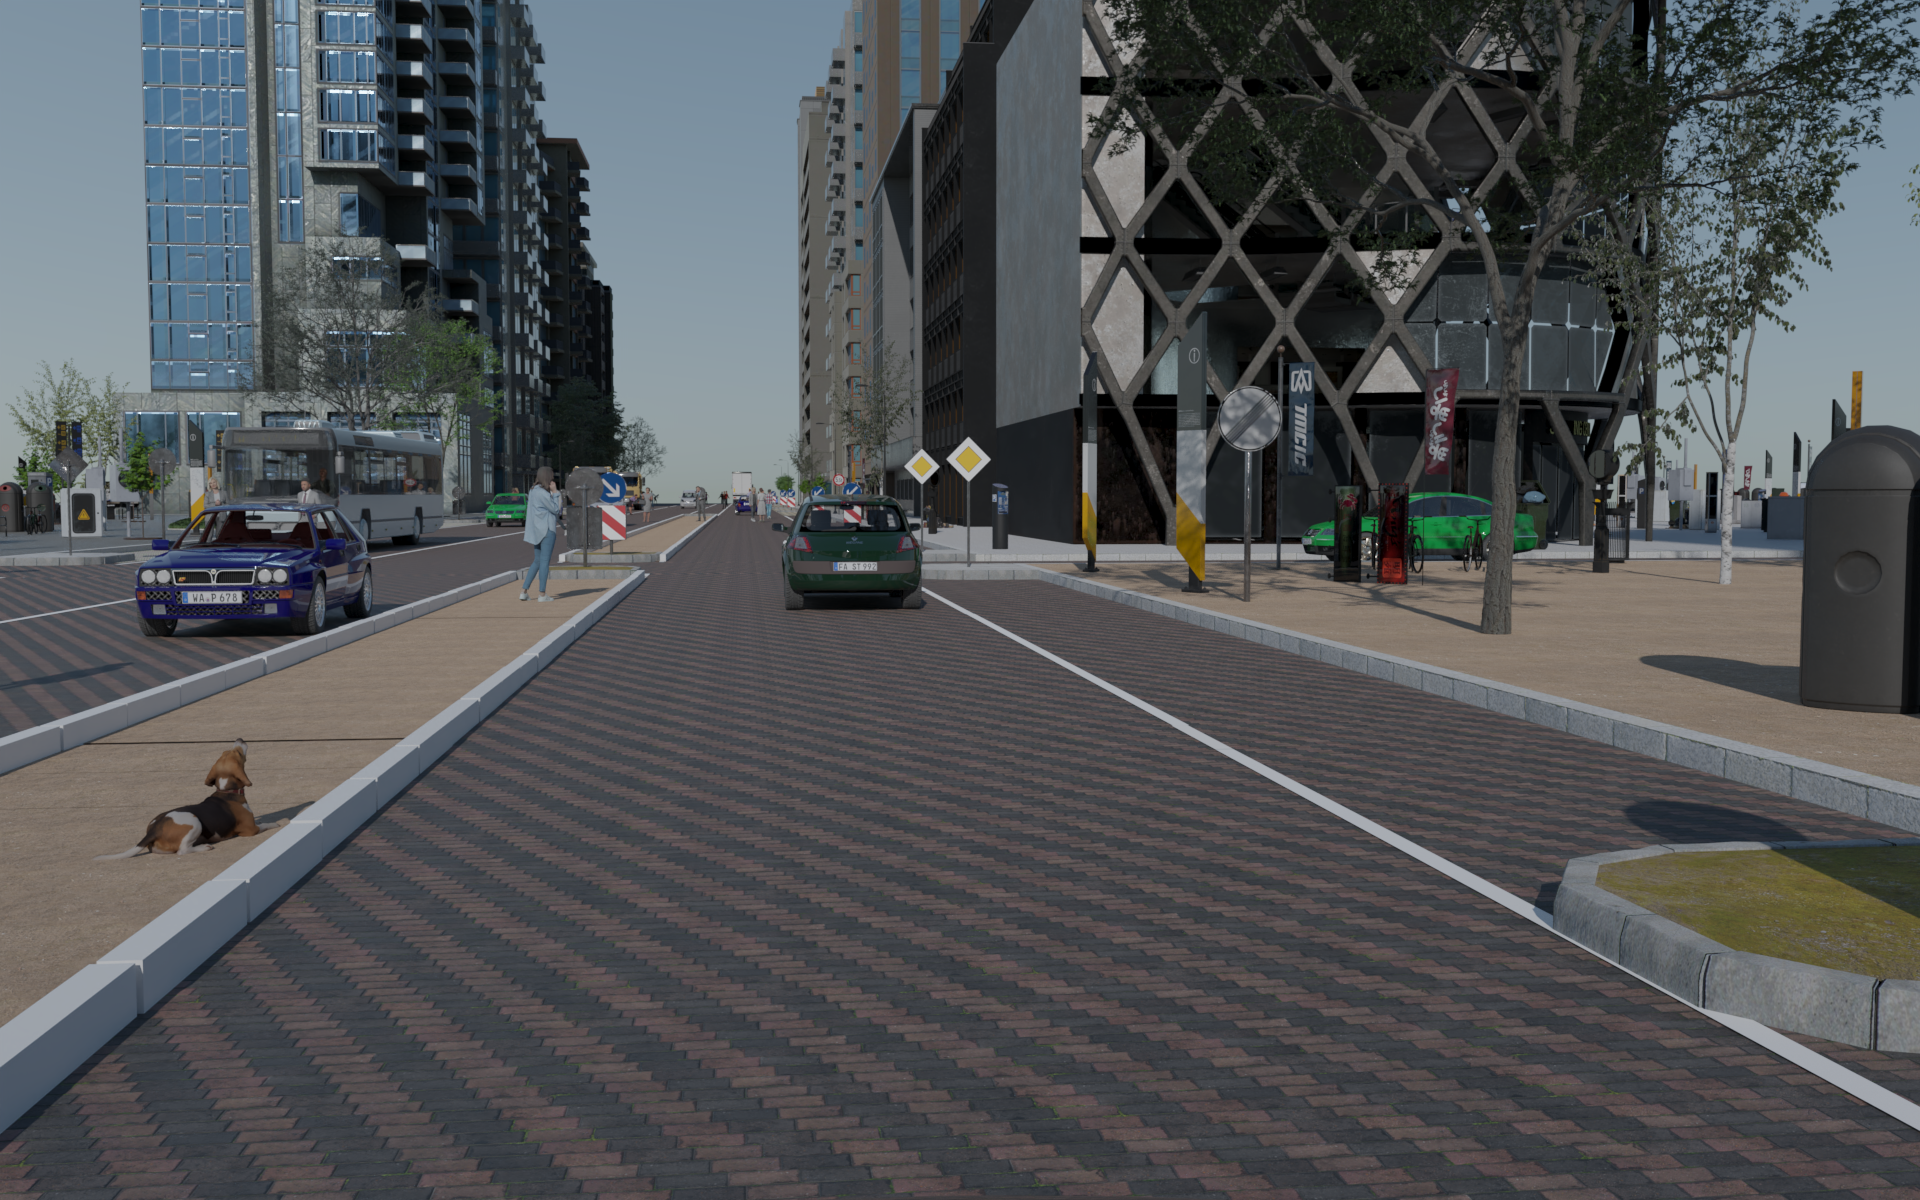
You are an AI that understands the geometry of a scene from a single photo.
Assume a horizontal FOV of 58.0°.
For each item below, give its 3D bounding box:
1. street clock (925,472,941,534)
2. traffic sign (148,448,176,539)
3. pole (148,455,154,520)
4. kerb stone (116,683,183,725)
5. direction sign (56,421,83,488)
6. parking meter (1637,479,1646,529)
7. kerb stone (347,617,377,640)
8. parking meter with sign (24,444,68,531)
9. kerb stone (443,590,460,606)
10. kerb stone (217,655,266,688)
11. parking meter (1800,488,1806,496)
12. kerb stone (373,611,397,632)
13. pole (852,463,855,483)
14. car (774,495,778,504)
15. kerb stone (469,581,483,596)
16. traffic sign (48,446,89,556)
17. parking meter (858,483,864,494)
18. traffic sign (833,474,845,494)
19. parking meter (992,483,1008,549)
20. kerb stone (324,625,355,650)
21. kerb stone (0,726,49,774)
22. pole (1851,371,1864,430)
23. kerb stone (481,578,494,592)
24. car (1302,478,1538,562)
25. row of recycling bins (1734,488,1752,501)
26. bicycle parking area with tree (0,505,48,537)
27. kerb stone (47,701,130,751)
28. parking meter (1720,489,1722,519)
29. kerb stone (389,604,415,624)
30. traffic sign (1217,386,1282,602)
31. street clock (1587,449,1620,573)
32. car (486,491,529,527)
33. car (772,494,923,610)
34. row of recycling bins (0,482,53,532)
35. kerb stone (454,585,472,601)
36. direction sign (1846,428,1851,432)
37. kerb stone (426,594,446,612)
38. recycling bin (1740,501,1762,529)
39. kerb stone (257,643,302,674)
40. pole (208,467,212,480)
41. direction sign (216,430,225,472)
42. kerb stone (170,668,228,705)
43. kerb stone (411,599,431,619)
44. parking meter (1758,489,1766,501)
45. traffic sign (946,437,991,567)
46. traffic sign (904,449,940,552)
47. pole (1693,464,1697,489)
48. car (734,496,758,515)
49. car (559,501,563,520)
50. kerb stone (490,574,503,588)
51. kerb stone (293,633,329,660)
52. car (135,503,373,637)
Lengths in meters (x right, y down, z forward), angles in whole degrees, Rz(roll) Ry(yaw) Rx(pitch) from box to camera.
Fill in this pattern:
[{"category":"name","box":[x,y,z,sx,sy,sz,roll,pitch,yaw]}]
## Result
[{"category":"street clock","box":[-0.875,-3.181,56.577,0.471,2.002,0.358,-3,5,-41]},{"category":"traffic sign","box":[-21.929,-2.907,47.631,0.768,2.556,0.104,0,4,0]},{"category":"pole","box":[-40.102,-5.628,85.853,0.158,3.312,0.155,0,3,0]},{"category":"kerb stone","box":[-5.225,0.678,11.106,0.120,0.150,1.000,0,4,-7]},{"category":"direction sign","box":[-27.778,-3.798,54.088,0.379,3.537,0.876,2,4,26]},{"category":"parking meter","box":[25.178,-3.556,63.844,0.255,1.863,0.399,-2,4,-32]},{"category":"kerb stone","box":[-5.990,0.305,17.204,0.120,0.150,1.000,0,4,-7]},{"category":"parking meter with sign","box":[-32.111,-3.929,60.504,1.738,3.016,0.543,0,4,7]},{"category":"kerb stone","box":[-6.621,0.000,22.303,0.120,0.150,1.000,0,4,-7]},{"category":"kerb stone","box":[-5.485,0.558,13.137,0.120,0.150,1.000,0,4,-7]},{"category":"parking meter","box":[32.960,-3.639,67.915,0.372,1.533,0.369,0,3,0]},{"category":"kerb stone","box":[-6.116,0.247,18.229,0.120,0.150,1.000,0,4,-7]},{"category":"pole","box":[-6.869,-7.228,112.028,0.158,3.312,0.155,0,3,0]},{"category":"car","box":[-25.870,-13.949,237.652,1.945,1.707,3.694,0,4,-8]},{"category":"kerb stone","box":[-6.880,-0.130,24.341,0.120,0.150,1.000,0,4,-7]},{"category":"traffic sign","box":[-18.553,-1.984,36.074,0.795,2.450,0.064,0,4,-7]},{"category":"parking meter","box":[-5.006,-4.943,86.535,0.399,1.863,0.255,0,4,5]},{"category":"traffic sign","box":[-7.587,-6.632,108.547,0.768,2.556,0.104,0,4,-6]},{"category":"parking meter","box":[0.937,-1.950,40.296,0.372,1.533,0.369,0,3,0]},{"category":"kerb stone","box":[-5.859,0.370,16.190,0.120,0.150,1.000,0,4,-7]},{"category":"kerb stone","box":[-4.973,0.803,9.074,0.120,0.150,1.000,0,4,-7]},{"category":"pole","box":[14.879,-2.138,28.799,0.158,3.312,0.155,0,3,0]},{"category":"kerb stone","box":[-7.003,-0.189,25.368,0.120,0.150,1.000,0,4,-7]},{"category":"car","box":[9.380,-1.634,35.513,4.718,1.807,1.959,0,4,-7]},{"category":"row of recycling bins","box":[51.346,-6.440,112.411,3.534,1.692,1.069,2,4,35]},{"category":"bicycle parking area with tree","box":[-32.422,-3.989,52.230,8.231,4.147,9.016,0,4,-2]},{"category":"kerb stone","box":[-5.093,0.740,10.092,0.120,0.150,1.000,0,4,-7]},{"category":"parking meter","box":[38.393,-4.827,87.336,0.372,1.533,0.369,0,3,0]},{"category":"kerb stone","box":[-6.244,0.180,19.249,0.120,0.150,1.000,0,4,-7]},{"category":"traffic sign","box":[3.416,-1.250,20.537,0.768,2.556,0.104,0,4,-3]},{"category":"street clock","box":[10.435,-1.442,28.142,0.358,2.002,0.471,-2,4,-33]},{"category":"car","box":[-19.847,-4.147,76.604,1.959,1.807,4.718,0,4,-7]},{"category":"car","box":[-1.475,-0.799,22.844,2.009,1.686,4.222,0,4,-6]},{"category":"row of recycling bins","box":[-32.575,-3.140,58.448,3.534,1.692,1.069,-1,4,-16]},{"category":"kerb stone","box":[-6.747,-0.069,23.320,0.120,0.150,1.000,0,4,-7]},{"category":"direction sign","box":[30.684,-4.119,59.348,0.876,3.537,0.379,-1,4,-10]},{"category":"kerb stone","box":[-6.494,0.056,21.288,0.120,0.150,1.000,0,4,-7]},{"category":"recycling bin","box":[29.683,-3.203,64.931,0.722,1.027,0.722,2,4,26]},{"category":"kerb stone","box":[-5.595,0.491,14.160,0.120,0.150,1.000,0,4,-7]},{"category":"pole","box":[-38.779,-5.856,89.589,0.158,3.312,0.155,0,3,0]},{"category":"direction sign","box":[-25.866,-4.245,61.395,0.876,3.537,0.379,-1,4,-13]},{"category":"kerb stone","box":[-5.354,0.616,12.123,0.120,0.150,1.000,0,4,-7]},{"category":"kerb stone","box":[-6.366,0.118,20.264,0.120,0.150,1.000,0,4,-7]},{"category":"parking meter","box":[41.194,-4.926,88.954,0.372,1.533,0.369,0,3,0]},{"category":"traffic sign","box":[0.147,-1.632,30.333,0.795,2.450,0.064,0,4,-7]},{"category":"traffic sign","box":[-0.843,-2.117,38.257,0.795,2.450,0.064,0,4,-7]},{"category":"pole","box":[50.286,-7.622,118.466,0.158,3.312,0.155,0,3,0]},{"category":"car","box":[-14.323,-6.404,117.280,1.945,1.354,3.894,-1,4,-9]},{"category":"car","box":[-23.017,-5.292,96.122,1.945,1.707,3.694,-1,4,-8]},{"category":"kerb stone","box":[-7.132,-0.256,26.382,0.120,0.150,1.000,0,4,-7]},{"category":"kerb stone","box":[-5.734,0.430,15.175,0.120,0.150,1.000,0,4,-7]},{"category":"car","box":[-7.541,-0.376,18.730,1.945,1.354,3.894,0,4,-8]}]
